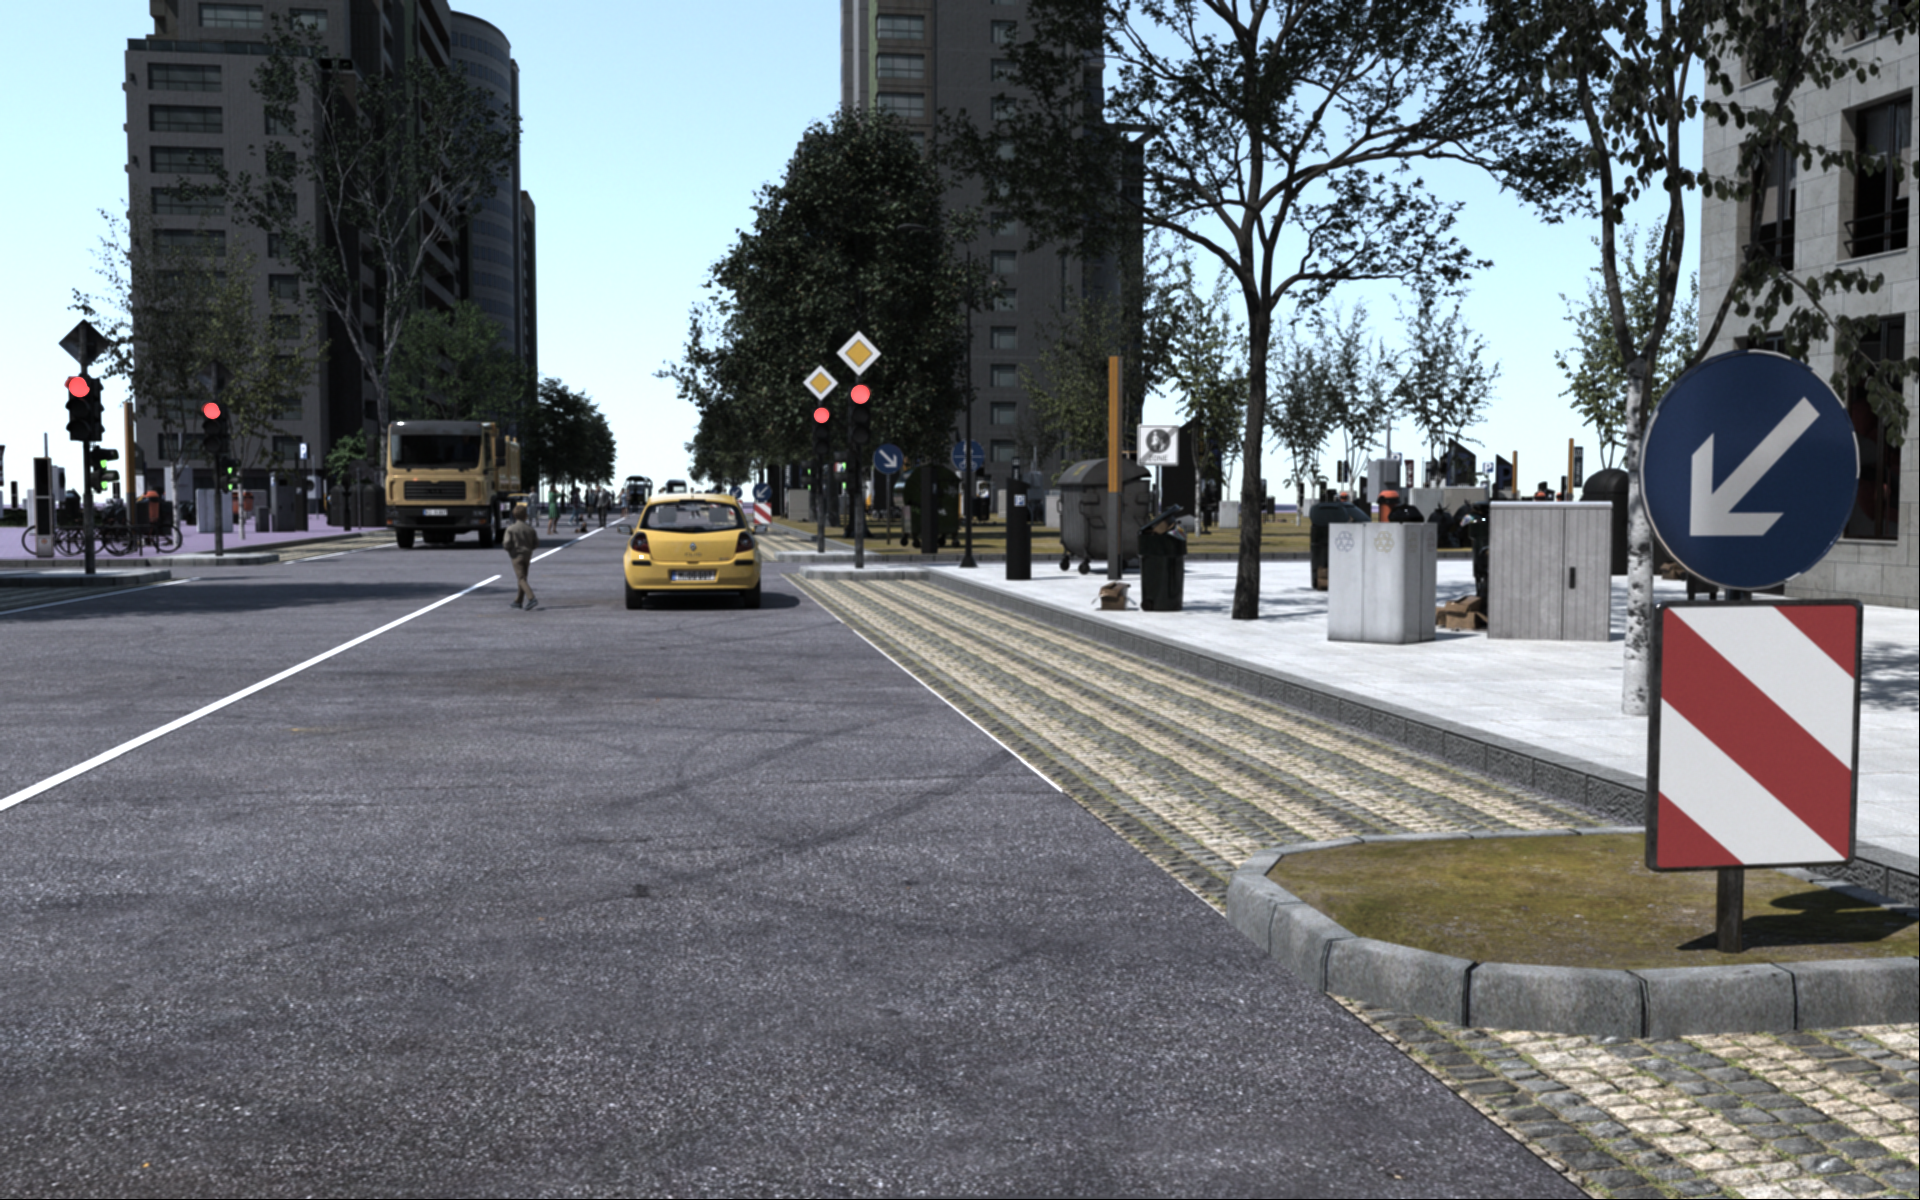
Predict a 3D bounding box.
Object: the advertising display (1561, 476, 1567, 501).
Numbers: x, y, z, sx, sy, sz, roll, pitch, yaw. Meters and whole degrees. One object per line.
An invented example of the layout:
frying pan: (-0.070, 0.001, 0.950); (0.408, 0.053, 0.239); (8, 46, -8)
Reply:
advertising display: (21.393, -3.433, 61.350); (0.123, 1.923, 0.974); (2, 4, 24)

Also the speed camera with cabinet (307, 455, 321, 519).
speed camera with cabinet: (-33.417, -5.708, 87.662); (2.038, 3.252, 0.660); (1, 4, 10)

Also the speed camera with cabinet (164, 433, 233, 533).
speed camera with cabinet: (-24.970, -3.821, 56.809); (0.660, 3.252, 2.038); (3, 4, 37)

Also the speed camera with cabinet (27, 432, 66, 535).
speed camera with cabinet: (-29.037, -3.713, 55.050); (0.660, 3.252, 2.038); (-1, 4, -11)

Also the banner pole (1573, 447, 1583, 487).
banner pole: (28.452, -5.513, 80.150); (0.863, 3.779, 0.401); (-1, 4, -12)

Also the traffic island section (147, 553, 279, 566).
traffic island section: (-15.336, -0.828, 35.818); (2.009, 0.180, 2.903); (-1, 4, -9)

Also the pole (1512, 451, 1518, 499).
pole: (26.089, -5.359, 81.471); (0.158, 3.312, 0.155); (0, 3, 0)

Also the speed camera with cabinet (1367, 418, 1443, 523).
speed camera with cabinet: (11.655, -3.118, 45.316); (2.038, 3.252, 0.660); (-1, 4, -22)

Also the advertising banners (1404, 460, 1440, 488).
advertising banners: (23.531, -5.615, 87.999); (2.074, 3.025, 0.090); (0, 4, -7)

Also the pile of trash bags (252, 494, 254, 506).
pile of trash bags: (-36.257, -4.574, 84.537); (3.447, 1.369, 1.912); (-3, 4, -38)

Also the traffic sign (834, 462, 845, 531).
traffic sign: (-3.983, -3.660, 59.944); (0.768, 2.556, 0.104); (0, 4, -4)

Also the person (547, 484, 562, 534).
person: (-14.533, -3.245, 61.798); (0.600, 1.795, 0.529); (3, 5, 43)

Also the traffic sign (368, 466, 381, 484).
traffic sign: (-26.278, -4.765, 78.016); (0.768, 2.556, 0.104); (0, 4, -3)

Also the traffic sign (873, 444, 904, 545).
traffic sign: (-1.807, -2.668, 43.732); (0.768, 2.556, 0.104); (0, 4, 0)

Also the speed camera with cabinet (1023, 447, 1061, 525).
speed camera with cabinet: (3.624, -4.800, 72.821); (2.038, 3.252, 0.660); (-2, 4, -32)

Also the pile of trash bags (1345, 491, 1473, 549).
pile of trash bags: (11.297, -1.998, 42.426); (1.912, 1.369, 3.447); (-1, 4, -21)

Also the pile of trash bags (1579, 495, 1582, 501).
pile of trash bags: (42.517, -6.650, 118.484); (3.447, 1.369, 1.912); (2, 4, 32)

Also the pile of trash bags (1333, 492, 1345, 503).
pile of trash bags: (21.187, -5.213, 94.988); (1.912, 1.369, 3.447); (1, 4, 16)

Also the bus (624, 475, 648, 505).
bus: (-43.251, -14.705, 231.965); (2.896, 3.916, 12.252); (-1, 4, -8)

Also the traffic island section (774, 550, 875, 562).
traffic island section: (-3.008, -0.951, 37.824); (2.009, 0.180, 2.903); (-1, 4, -9)

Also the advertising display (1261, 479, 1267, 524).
advertising display: (12.723, -4.200, 73.885); (0.974, 1.923, 0.123); (-3, 5, -42)

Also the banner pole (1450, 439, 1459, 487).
banner pole: (22.123, -5.352, 77.523); (0.401, 3.779, 0.863); (3, 5, 41)

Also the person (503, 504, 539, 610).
person: (-5.446, -0.531, 21.456); (0.640, 1.303, 0.475); (3, 4, 37)

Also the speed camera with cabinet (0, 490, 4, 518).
speed camera with cabinet: (-44.307, -5.135, 78.295); (0.660, 3.252, 2.038); (1, 4, 15)

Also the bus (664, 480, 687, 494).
bus: (-37.332, -14.211, 227.208); (2.948, 3.499, 13.247); (-1, 4, -11)

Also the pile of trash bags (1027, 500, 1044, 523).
pile of trash bags: (3.975, -4.210, 78.585); (3.447, 1.369, 1.912); (3, 5, 42)

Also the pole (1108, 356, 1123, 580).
pole: (2.309, -1.951, 25.738); (0.158, 3.312, 0.155); (0, 3, 0)

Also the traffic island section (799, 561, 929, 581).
traffic island section: (-1.717, -0.469, 29.944); (2.009, 0.180, 2.903); (-1, 4, -9)

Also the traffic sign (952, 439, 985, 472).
traffic sign: (0.185, -2.459, 40.317); (0.768, 2.556, 0.104); (0, 4, -3)

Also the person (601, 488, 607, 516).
person: (-22.811, -6.235, 110.650); (0.583, 1.804, 0.606); (0, 4, -3)

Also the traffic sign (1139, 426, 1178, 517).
traffic sign: (2.903, -1.429, 25.487); (0.606, 2.300, 0.079); (0, 4, -5)

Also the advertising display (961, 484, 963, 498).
advertising display: (0.331, -6.263, 107.619); (0.123, 1.923, 0.974); (-2, 4, -34)

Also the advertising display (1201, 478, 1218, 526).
advertising display: (9.826, -3.883, 68.705); (0.974, 1.923, 0.123); (-2, 4, -34)

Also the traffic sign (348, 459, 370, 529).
traffic sign: (-21.757, -3.829, 62.702); (0.768, 2.556, 0.104); (0, 4, -4)

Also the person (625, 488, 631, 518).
person: (-20.218, -5.909, 105.454); (0.374, 1.781, 0.599); (2, 4, 35)

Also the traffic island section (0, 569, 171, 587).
traffic island section: (-14.046, -0.346, 27.938); (2.009, 0.180, 2.903); (-1, 4, -9)

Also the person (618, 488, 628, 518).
person: (-20.249, -5.829, 103.896); (0.616, 1.811, 0.778); (-2, 4, -34)

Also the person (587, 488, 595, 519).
person: (-20.824, -5.416, 97.538); (0.515, 1.767, 0.782); (0, 4, 1)

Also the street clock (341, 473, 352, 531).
street clock: (-21.288, -3.399, 60.142); (0.358, 2.002, 0.471); (0, 4, -6)

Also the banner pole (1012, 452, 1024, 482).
banner pole: (3.504, -6.937, 103.436); (0.863, 3.779, 0.401); (0, 4, -7)

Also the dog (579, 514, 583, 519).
dog: (-19.796, -4.257, 89.791); (0.748, 0.427, 0.550); (-1, 4, -10)

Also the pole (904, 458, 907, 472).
pole: (-2.828, -5.879, 89.972); (0.158, 3.312, 0.155); (0, 3, 0)

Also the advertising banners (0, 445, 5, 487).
advertising banners: (-34.246, -3.941, 60.628); (0.090, 3.025, 2.074); (1, 4, 20)

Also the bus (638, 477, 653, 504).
bus: (-45.576, -15.754, 249.124); (2.896, 3.916, 12.252); (-1, 4, -9)

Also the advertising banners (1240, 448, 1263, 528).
advertising banners: (10.918, -4.194, 64.764); (0.090, 3.025, 2.074); (2, 4, 32)

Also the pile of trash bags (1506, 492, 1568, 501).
pile of trash bags: (24.599, -3.993, 75.030); (1.912, 1.369, 3.447); (0, 4, -3)

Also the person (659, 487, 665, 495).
person: (-14.586, -4.637, 84.669); (0.624, 1.780, 0.694); (-3, 5, -41)

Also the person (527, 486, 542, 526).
person: (-18.896, -4.146, 76.632); (0.694, 1.780, 0.624); (-2, 4, -28)

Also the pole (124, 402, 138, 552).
pole: (-18.429, -2.730, 38.481); (0.158, 3.312, 0.155); (0, 3, 0)

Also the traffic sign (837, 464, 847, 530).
traffic sign: (-3.805, -3.399, 57.709); (0.606, 2.300, 0.079); (0, 4, -5)

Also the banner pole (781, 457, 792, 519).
banner pole: (-8.872, -5.989, 87.942); (0.863, 3.779, 0.401); (2, 4, 29)

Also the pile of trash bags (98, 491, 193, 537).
pile of trash bags: (-25.058, -2.643, 52.969); (1.912, 1.369, 3.447); (-3, 4, -39)

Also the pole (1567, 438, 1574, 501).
pole: (22.284, -4.244, 63.227); (0.158, 3.312, 0.155); (0, 3, 0)

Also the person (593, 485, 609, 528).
person: (-15.161, -3.946, 73.195); (0.592, 1.802, 0.473); (1, 4, 20)

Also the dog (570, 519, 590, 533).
dog: (-14.055, -2.680, 64.016); (0.748, 0.427, 0.550); (-1, 4, -13)

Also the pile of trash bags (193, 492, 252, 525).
pile of trash bags: (-31.325, -3.769, 71.382); (3.447, 1.369, 1.912); (-1, 4, -11)

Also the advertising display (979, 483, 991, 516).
advertising display: (1.463, -5.985, 103.061); (0.123, 1.923, 0.974); (-3, 4, -38)
